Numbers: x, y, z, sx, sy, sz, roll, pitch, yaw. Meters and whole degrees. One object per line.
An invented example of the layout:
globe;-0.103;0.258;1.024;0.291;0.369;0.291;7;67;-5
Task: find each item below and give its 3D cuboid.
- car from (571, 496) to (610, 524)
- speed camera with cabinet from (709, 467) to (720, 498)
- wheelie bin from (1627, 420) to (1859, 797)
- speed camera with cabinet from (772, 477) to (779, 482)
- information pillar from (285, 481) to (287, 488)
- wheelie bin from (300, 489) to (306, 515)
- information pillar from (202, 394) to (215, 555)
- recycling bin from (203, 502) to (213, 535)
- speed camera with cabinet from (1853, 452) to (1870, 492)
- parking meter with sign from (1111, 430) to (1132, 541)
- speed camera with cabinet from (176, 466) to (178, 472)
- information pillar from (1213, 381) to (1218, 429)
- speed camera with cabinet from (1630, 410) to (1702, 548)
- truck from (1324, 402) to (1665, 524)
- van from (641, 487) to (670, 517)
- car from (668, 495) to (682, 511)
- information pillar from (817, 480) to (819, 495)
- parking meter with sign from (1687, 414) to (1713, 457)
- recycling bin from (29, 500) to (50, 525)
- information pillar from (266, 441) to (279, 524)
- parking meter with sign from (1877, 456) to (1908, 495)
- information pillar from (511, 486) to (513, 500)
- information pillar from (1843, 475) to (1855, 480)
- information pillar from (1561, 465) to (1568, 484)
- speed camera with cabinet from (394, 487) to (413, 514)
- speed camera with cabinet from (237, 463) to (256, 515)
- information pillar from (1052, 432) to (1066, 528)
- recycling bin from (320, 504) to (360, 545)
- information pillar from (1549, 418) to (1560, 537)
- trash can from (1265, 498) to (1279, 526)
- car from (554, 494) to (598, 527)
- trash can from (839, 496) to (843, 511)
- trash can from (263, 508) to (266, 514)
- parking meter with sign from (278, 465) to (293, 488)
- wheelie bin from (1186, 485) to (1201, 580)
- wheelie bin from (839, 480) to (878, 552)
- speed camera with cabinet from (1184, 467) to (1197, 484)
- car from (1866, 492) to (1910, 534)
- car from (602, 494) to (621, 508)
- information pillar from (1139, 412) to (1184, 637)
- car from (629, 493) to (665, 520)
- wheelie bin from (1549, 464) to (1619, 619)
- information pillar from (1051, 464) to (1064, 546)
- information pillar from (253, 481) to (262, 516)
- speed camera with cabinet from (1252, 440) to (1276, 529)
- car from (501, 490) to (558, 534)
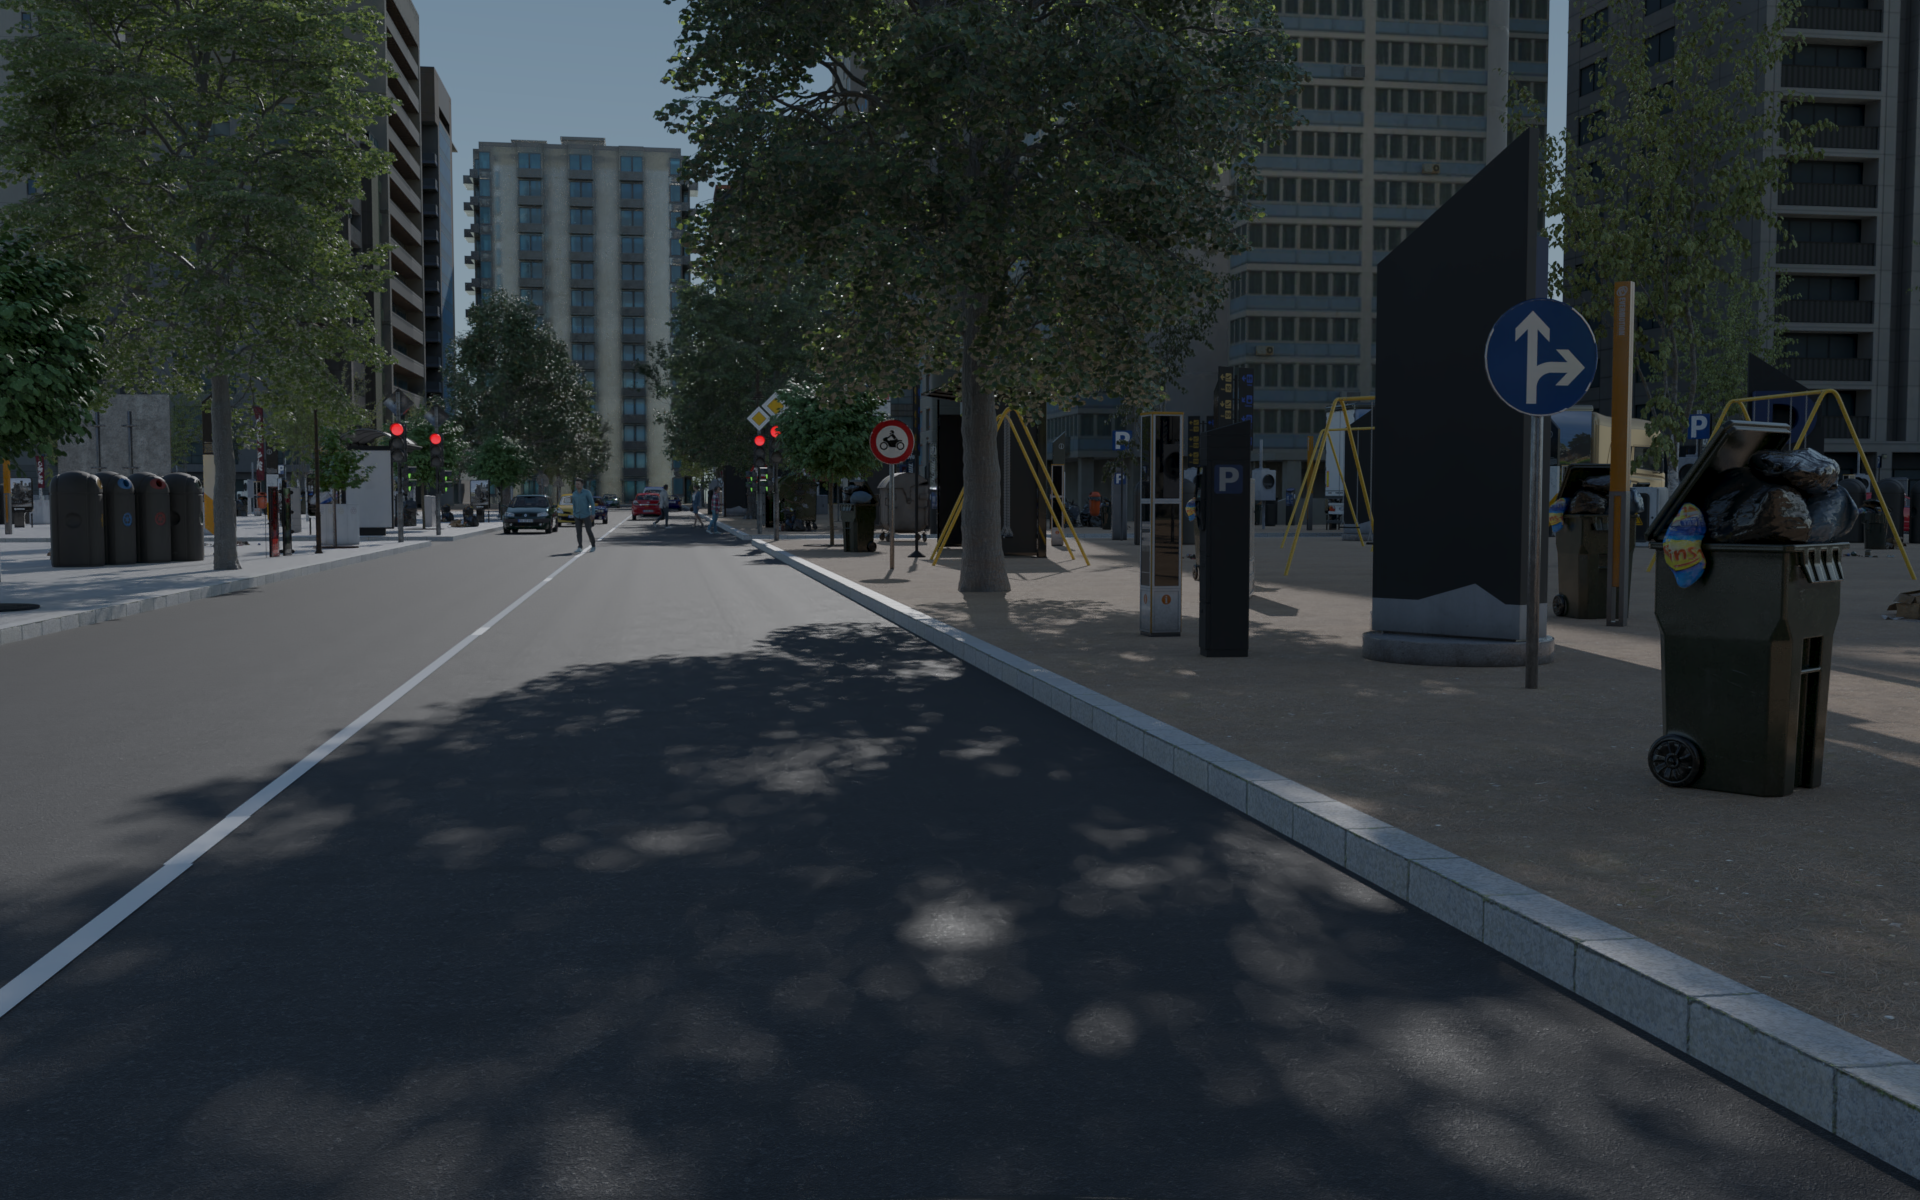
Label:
car;-17.941;-4.363;83.923;1.945;1.354;3.894;-1;4;-11
speed camera with cabinet;-14.908;-7.071;109.946;2.038;3.252;0.660;-1;4;-9
wheelie bin;3.485;0.018;7.610;0.980;1.594;0.693;-3;5;-42
speed camera with cabinet;-9.935;-6.434;99.533;2.038;3.252;0.660;1;4;10
information pillar;-36.910;-5.505;94.497;0.304;2.012;0.304;0;4;4
wheelie bin;-41.222;-6.164;108.693;0.693;1.594;0.980;-1;4;-19
information pillar;-15.663;-2.760;36.480;0.504;3.616;0.183;-1;4;-8
recycling bin;-23.606;-2.585;54.813;0.722;1.027;0.722;2;4;24
speed camera with cabinet;40.247;-5.165;78.791;2.038;3.252;0.660;0;4;1
parking meter with sign;4.466;-3.184;48.321;0.543;3.016;1.738;0;4;2
speed camera with cabinet;-54.045;-7.741;120.893;0.660;3.252;2.038;3;4;38
information pillar;4.870;-2.515;32.475;0.183;3.616;0.504;-1;4;-12
speed camera with cabinet;16.788;-2.868;41.221;0.660;3.252;2.038;-3;5;-44
truck;17.341;-4.043;55.013;11.283;4.237;2.839;-1;4;-10
van;-19.686;-6.395;111.570;2.013;2.044;4.112;-1;4;-9
car;-24.118;-8.064;144.422;1.945;1.354;3.894;-1;4;-10
information pillar;-9.924;-7.871;120.052;0.183;3.616;0.504;-3;5;-40
parking meter with sign;16.803;-2.565;38.196;1.738;3.016;0.543;-2;4;-32
recycling bin;-38.754;-3.705;73.135;0.722;1.027;0.722;1;4;8
information pillar;-29.048;-5.003;73.151;0.504;3.616;0.183;0;4;-6
parking meter with sign;42.663;-5.042;78.697;1.738;3.016;0.543;1;4;17
information pillar;-28.136;-7.179;108.735;0.183;3.616;0.504;0;4;-5
information pillar;33.645;-3.737;65.594;0.304;2.012;0.304;-1;4;-18
information pillar;15.409;-2.404;43.794;0.304;2.012;0.304;-3;5;-41
speed camera with cabinet;-35.606;-7.081;110.109;0.660;3.252;2.038;1;4;15
speed camera with cabinet;-44.895;-7.011;108.969;0.660;3.252;2.038;-3;5;-40
information pillar;3.709;-4.494;64.826;0.504;3.616;0.183;-1;4;-13
recycling bin;-15.695;-1.911;43.801;0.722;1.027;0.722;3;5;39
information pillar;17.634;-3.683;51.567;0.183;3.616;0.504;-2;4;-24
trash can;12.334;-3.503;68.934;0.748;1.137;0.748;0;3;0
car;-17.149;-4.094;77.160;2.015;1.641;3.980;-1;4;-12
trash can;-8.433;-6.990;125.933;0.748;1.137;0.748;0;3;0
trash can;-43.053;-5.882;107.823;0.748;1.137;0.748;0;3;0
parking meter with sign;-40.375;-6.594;104.070;0.543;3.016;1.738;0;4;3
wheelie bin;3.855;-1.084;25.638;0.980;1.594;0.693;0;4;-6
wheelie bin;-2.243;-1.860;38.320;0.693;1.594;0.980;-3;4;-38
speed camera with cabinet;7.878;-4.151;62.206;2.038;3.252;0.660;-2;4;-24
car;30.772;-2.967;57.543;4.494;1.783;2.155;-1;4;-12
car;-35.355;-9.992;175.167;2.131;1.459;4.920;-1;4;-10
information pillar;1.815;-0.681;15.629;0.304;2.012;0.304;-1;4;-14
car;-17.360;-5.346;96.443;2.155;1.783;4.494;-1;4;-10
wheelie bin;6.619;-0.614;17.952;0.980;1.594;0.693;0;4;-8
information pillar;2.413;-2.342;42.783;0.304;2.012;0.304;0;4;7
information pillar;-40.991;-5.907;101.066;0.304;2.012;0.304;2;4;33
speed camera with cabinet;10.402;-4.162;62.388;2.038;3.252;0.660;-2;4;-28
car;-15.812;-3.305;63.818;2.009;1.686;4.222;-1;4;-8
